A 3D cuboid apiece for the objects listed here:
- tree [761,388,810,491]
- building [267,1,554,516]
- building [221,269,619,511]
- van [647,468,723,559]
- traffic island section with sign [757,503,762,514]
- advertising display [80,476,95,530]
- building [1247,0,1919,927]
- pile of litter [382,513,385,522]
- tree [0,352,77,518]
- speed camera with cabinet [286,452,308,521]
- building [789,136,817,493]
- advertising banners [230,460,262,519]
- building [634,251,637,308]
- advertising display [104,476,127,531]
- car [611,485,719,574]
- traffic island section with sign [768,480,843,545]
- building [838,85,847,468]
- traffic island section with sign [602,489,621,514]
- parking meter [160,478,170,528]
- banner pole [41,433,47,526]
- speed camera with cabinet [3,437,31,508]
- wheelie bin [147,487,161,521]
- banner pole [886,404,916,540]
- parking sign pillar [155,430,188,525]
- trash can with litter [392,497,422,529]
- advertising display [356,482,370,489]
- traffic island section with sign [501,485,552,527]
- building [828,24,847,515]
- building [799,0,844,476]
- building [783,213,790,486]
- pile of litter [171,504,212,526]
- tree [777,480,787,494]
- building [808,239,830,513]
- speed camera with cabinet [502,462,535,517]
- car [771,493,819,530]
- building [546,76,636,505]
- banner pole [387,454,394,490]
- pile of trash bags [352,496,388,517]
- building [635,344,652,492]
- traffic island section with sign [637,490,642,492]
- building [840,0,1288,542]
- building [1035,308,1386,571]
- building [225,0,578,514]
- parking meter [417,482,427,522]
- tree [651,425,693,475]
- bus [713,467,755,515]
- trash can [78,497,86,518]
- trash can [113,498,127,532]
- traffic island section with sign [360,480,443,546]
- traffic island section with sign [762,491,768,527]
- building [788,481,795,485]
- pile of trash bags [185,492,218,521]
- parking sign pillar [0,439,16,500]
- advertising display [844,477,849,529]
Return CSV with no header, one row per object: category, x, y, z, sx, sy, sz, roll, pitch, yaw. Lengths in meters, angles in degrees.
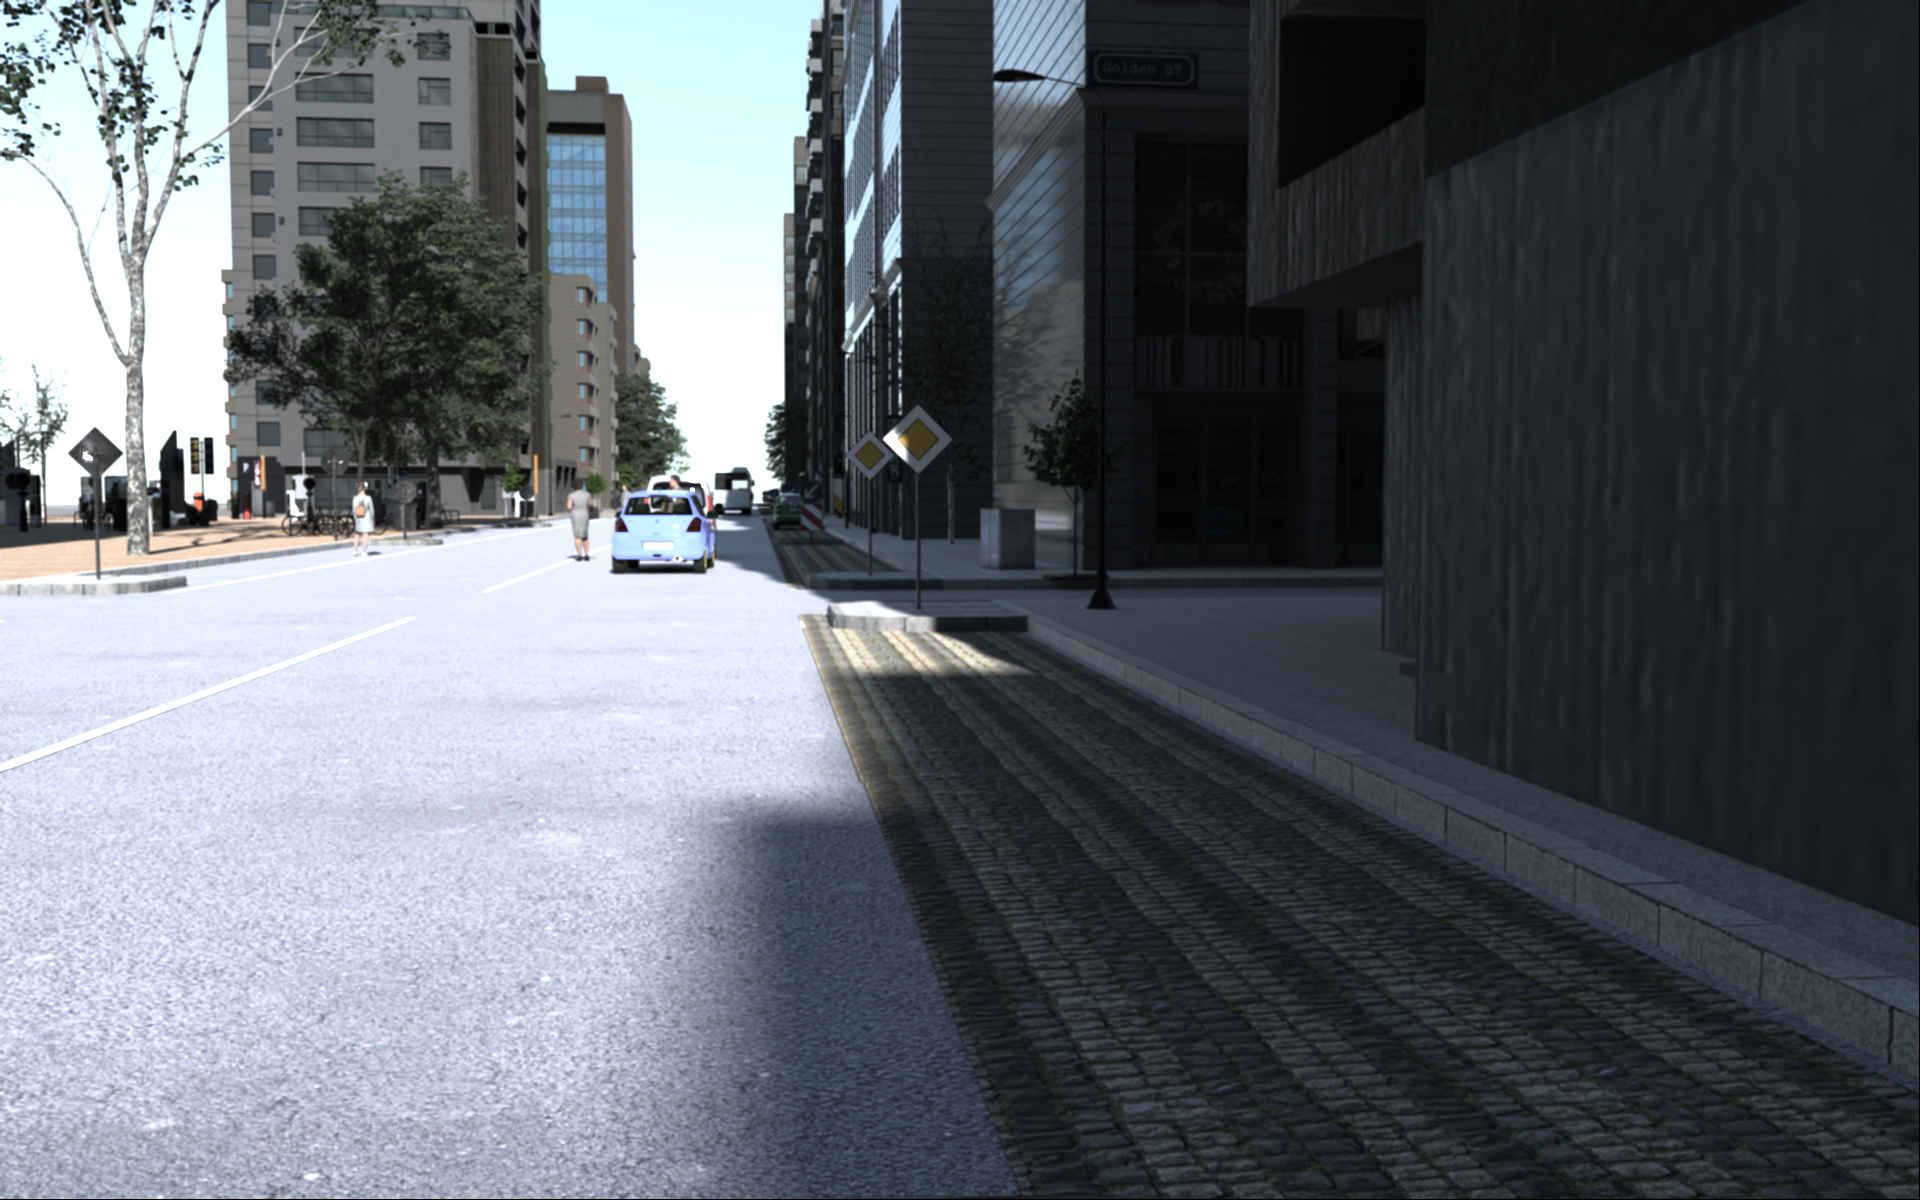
tree,-17.689,-16.353,185.504,7.486,12.596,7.792,0,3,0
building,-33.133,-20.476,106.483,14.160,30.474,14.107,0,4,-7
building,-44.629,-18.599,149.132,27.650,21.520,28.899,0,4,-7
van,-6.411,-1.988,39.522,2.013,2.044,4.112,-1,4,-9
traffic island section with sign,-13.556,-7.180,126.020,1.989,1.847,2.006,0,4,-7
advertising display,-31.128,-3.468,61.923,0.974,1.923,0.123,3,4,37
building,9.094,-14.637,11.020,14.160,30.474,14.107,0,4,-7
pile of litter,-26.737,-3.937,78.338,1.176,0.858,1.719,2,4,32
tree,-49.580,-8.730,93.093,4.360,8.622,3.978,0,3,0
speed camera with cabinet,-31.530,-5.383,82.341,0.660,3.252,2.038,-2,4,-33
building,-12.245,-31.669,201.387,14.154,41.232,14.086,0,4,-7
advertising banners,-36.400,-5.635,88.320,2.074,3.025,0.090,1,4,20
building,-57.426,-33.360,237.320,32.217,40.220,23.993,0,4,-7
advertising display,-29.455,-3.387,60.597,0.974,1.923,0.123,1,4,12
car,-5.519,-1.399,32.463,1.945,1.707,3.694,0,4,-5
traffic island section with sign,-4.367,-2.488,49.307,1.989,1.847,2.006,0,4,-7
building,1.362,-18.192,90.939,14.314,27.812,24.014,0,4,-7
traffic island section with sign,-24.792,-7.121,125.057,1.989,1.847,2.006,0,4,-7
parking meter,-29.690,-3.607,64.691,0.255,1.863,0.399,-2,4,-35
banner pole,-37.272,-4.924,70.531,0.401,3.779,0.863,-2,4,-34
speed camera with cabinet,-33.218,-3.996,59.664,2.038,3.252,0.660,0,4,-7
wheelie bin,-37.920,-4.491,81.330,0.980,1.594,0.693,0,3,0
banner pole,-1.657,-3.556,48.150,0.863,3.779,0.401,0,4,-2
parking sign pillar,-33.407,-5.198,73.459,1.447,3.967,1.447,3,5,40
trash can with litter,-20.273,-3.184,63.441,1.055,1.170,0.624,0,4,2
advertising display,-31.328,-5.241,90.897,0.974,1.923,0.123,2,4,33
traffic island section with sign,-18.848,-4.084,75.409,1.989,1.847,2.006,0,4,-7
building,-1.491,-20.767,111.247,14.160,30.474,14.107,0,4,-7
building,-3.020,-33.196,162.365,23.786,49.044,30.456,0,4,-7
building,-18.775,-34.893,254.095,14.154,41.232,14.086,0,4,-7
pile of litter,-31.602,-3.491,71.043,1.719,0.858,1.176,-2,4,-24
tree,-22.456,-13.762,219.614,1.663,3.219,1.824,0,3,0
building,2.626,-17.651,133.627,27.650,21.520,28.899,0,4,-7
speed camera with cabinet,-24.540,-6.232,96.237,2.038,3.252,0.660,3,4,36
car,-6.677,-3.750,70.114,1.959,1.807,4.718,0,4,-6
building,-43.126,-32.995,189.586,14.600,45.320,14.200,0,4,-7
banner pole,-29.899,-6.176,90.999,0.401,3.779,0.863,1,4,9
pile of trash bags,-32.905,-5.305,96.483,1.912,1.369,3.447,-3,4,-36
building,-52.546,-22.434,211.830,27.650,21.520,28.899,0,4,-7
traffic island section with sign,-28.022,-8.770,152.010,1.989,1.847,2.006,0,4,-7
building,1.930,-17.509,63.766,11.434,29.767,29.804,0,4,-7
building,16.035,-15.760,35.175,29.804,29.767,11.434,0,4,-7
building,-38.373,-41.857,122.614,20.563,71.187,20.611,0,4,-7
parking meter,-25.093,-4.590,80.756,0.399,1.863,0.255,2,4,24
tree,-43.718,-20.370,258.810,9.928,11.665,9.643,0,3,0
bus,-16.141,-7.863,123.423,2.948,3.499,13.247,0,4,-6
trash can,-44.568,-4.687,88.282,0.748,1.137,0.748,0,3,0
trash can,-28.411,-2.893,58.959,0.748,1.137,0.748,0,3,0
traffic island section with sign,-15.637,-2.448,48.645,1.989,1.847,2.006,0,4,-7
traffic island section with sign,-7.577,-4.125,76.071,1.989,1.847,2.006,0,4,-7
building,-7.251,-33.288,236.132,32.217,40.220,23.993,0,4,-7
pile of trash bags,-35.678,-4.351,80.888,1.912,1.369,3.447,-2,4,-29
parking sign pillar,-47.318,-5.938,85.562,1.447,3.967,1.447,-1,4,-11
advertising display,-4.223,-3.630,64.557,0.123,1.923,0.974,0,4,-8
